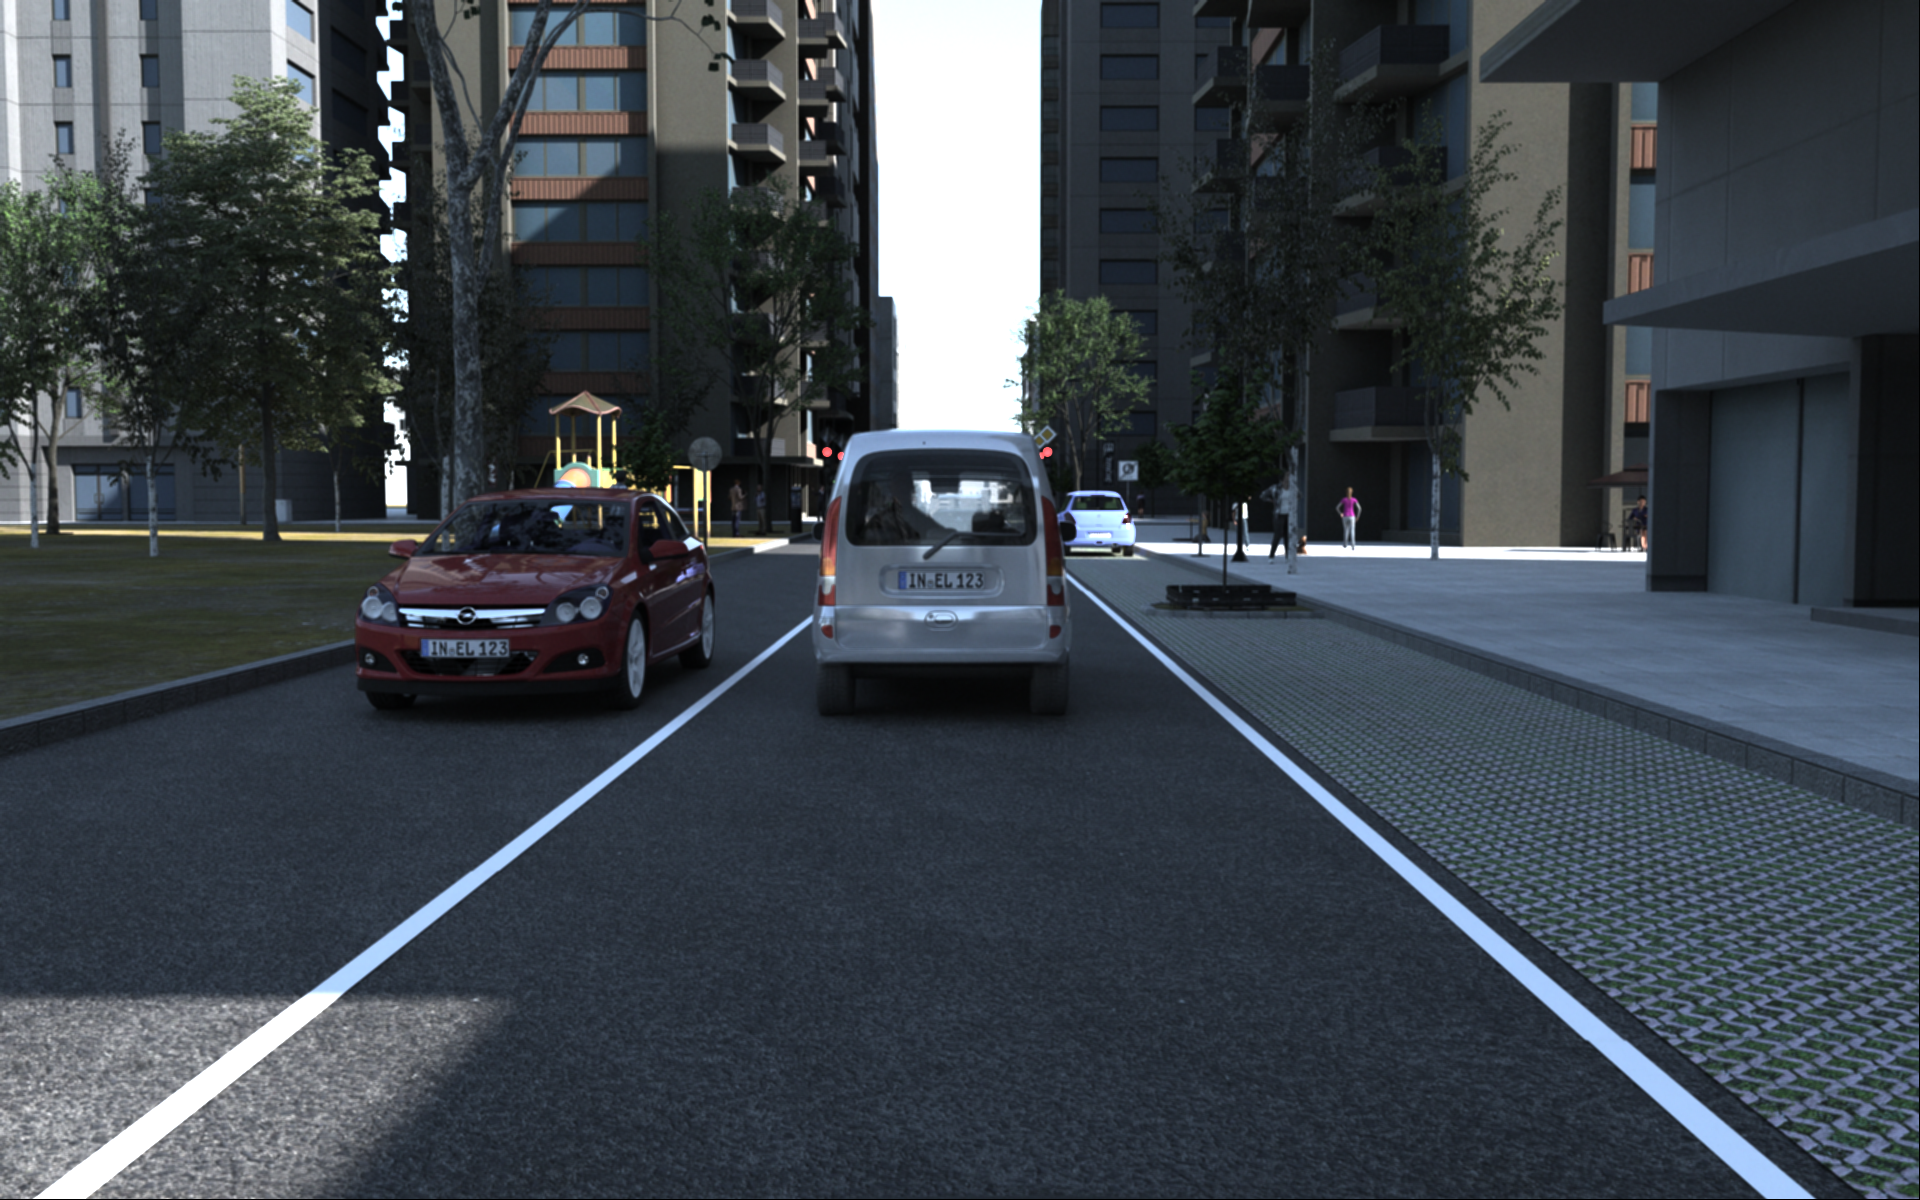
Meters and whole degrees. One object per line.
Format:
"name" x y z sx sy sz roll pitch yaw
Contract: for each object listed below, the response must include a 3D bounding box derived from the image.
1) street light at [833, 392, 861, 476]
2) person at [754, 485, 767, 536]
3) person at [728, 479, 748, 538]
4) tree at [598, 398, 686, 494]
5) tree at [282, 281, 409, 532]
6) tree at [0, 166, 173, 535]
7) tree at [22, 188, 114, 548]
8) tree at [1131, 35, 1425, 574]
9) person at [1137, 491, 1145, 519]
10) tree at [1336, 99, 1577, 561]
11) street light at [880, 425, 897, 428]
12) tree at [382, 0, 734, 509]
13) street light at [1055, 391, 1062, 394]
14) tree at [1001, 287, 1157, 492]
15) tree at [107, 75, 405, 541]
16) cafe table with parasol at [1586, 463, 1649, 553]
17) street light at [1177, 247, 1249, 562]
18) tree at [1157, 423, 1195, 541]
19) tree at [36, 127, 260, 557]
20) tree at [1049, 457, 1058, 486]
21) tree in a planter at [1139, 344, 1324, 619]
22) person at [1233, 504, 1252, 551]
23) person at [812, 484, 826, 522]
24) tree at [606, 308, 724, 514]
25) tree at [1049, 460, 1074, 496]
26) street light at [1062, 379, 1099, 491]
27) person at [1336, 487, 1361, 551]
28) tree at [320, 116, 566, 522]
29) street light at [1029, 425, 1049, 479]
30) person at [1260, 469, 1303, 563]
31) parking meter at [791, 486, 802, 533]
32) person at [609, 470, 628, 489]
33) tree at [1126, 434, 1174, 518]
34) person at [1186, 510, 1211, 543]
"street light" -5.198 -6.505 78.892 1.470 5.913 1.316 0 4 0
"person" -6.194 -2.789 53.710 0.319 1.574 0.516 -2 4 -28
"person" -6.467 -2.676 50.625 0.431 1.722 0.655 -3 4 -37
"tree" -6.295 -2.484 35.213 1.663 3.219 1.824 0 3 0
"tree" -21.049 -6.621 58.623 4.737 8.622 4.395 0 3 0
"tree" -28.695 -7.889 54.735 9.928 11.665 9.643 0 3 0
"tree" -22.313 -5.546 41.046 4.737 8.622 4.395 0 3 0
"tree" 5.110 -4.727 27.654 4.360 8.622 3.978 0 3 0
"person" 9.299 -4.870 88.896 0.421 1.427 0.697 1 4 9
"tree" 9.421 -5.067 33.214 4.737 8.622 4.395 0 3 0
"street light" -4.915 -8.781 116.118 1.470 5.913 1.316 0 4 0
"tree" -5.660 -10.181 22.344 12.611 20.169 13.585 0 3 0
"street light" 5.011 -6.476 78.424 1.470 5.913 1.316 0 4 0
"tree" 5.910 -9.822 86.338 9.928 11.665 9.643 0 3 0
"tree" -18.945 -7.886 47.064 7.486 12.596 7.792 0 3 0
"cafe table with parasol" 15.009 -2.041 38.234 2.610 1.966 2.610 0 4 -2
"street light" 4.766 -3.679 32.687 1.470 5.913 1.316 0 4 0
"tree" 6.391 -3.228 47.371 1.663 3.219 1.824 0 3 0
"tree" -16.437 -5.185 35.138 4.360 8.622 3.978 0 3 0
"tree" 6.684 -9.340 136.421 4.285 4.588 4.351 0 3 0
"tree in a planter" 3.180 -1.434 20.675 1.991 3.239 1.994 0 4 0
"person" 6.343 -1.772 38.918 0.435 1.345 0.340 0 4 7
"person" -6.353 -4.384 78.519 0.445 1.727 0.742 3 4 38
"tree" -11.298 -7.162 67.456 4.360 8.622 3.978 0 3 0
"tree" 6.027 -6.250 96.796 1.663 3.219 1.824 0 3 0
"street light" 5.007 -5.950 69.823 1.470 5.913 1.316 0 4 0
"person" 8.779 -1.828 39.168 0.726 1.434 0.776 1 4 10
"tree" -10.237 -5.115 33.998 4.360 8.622 3.978 0 3 0
"street light" 5.324 -8.747 115.560 1.470 5.913 1.316 0 4 0
"person" 5.989 -1.549 32.086 0.841 1.734 0.376 0 4 -8
"parking meter" -5.422 -2.995 57.381 0.372 1.533 0.369 0 3 0
"person" -6.487 -1.604 32.998 0.376 1.734 0.841 -3 5 -40
"tree" 10.416 -6.750 94.074 4.285 4.588 4.351 0 3 0
"person" 6.269 -1.928 45.486 0.695 0.859 0.347 3 4 36
